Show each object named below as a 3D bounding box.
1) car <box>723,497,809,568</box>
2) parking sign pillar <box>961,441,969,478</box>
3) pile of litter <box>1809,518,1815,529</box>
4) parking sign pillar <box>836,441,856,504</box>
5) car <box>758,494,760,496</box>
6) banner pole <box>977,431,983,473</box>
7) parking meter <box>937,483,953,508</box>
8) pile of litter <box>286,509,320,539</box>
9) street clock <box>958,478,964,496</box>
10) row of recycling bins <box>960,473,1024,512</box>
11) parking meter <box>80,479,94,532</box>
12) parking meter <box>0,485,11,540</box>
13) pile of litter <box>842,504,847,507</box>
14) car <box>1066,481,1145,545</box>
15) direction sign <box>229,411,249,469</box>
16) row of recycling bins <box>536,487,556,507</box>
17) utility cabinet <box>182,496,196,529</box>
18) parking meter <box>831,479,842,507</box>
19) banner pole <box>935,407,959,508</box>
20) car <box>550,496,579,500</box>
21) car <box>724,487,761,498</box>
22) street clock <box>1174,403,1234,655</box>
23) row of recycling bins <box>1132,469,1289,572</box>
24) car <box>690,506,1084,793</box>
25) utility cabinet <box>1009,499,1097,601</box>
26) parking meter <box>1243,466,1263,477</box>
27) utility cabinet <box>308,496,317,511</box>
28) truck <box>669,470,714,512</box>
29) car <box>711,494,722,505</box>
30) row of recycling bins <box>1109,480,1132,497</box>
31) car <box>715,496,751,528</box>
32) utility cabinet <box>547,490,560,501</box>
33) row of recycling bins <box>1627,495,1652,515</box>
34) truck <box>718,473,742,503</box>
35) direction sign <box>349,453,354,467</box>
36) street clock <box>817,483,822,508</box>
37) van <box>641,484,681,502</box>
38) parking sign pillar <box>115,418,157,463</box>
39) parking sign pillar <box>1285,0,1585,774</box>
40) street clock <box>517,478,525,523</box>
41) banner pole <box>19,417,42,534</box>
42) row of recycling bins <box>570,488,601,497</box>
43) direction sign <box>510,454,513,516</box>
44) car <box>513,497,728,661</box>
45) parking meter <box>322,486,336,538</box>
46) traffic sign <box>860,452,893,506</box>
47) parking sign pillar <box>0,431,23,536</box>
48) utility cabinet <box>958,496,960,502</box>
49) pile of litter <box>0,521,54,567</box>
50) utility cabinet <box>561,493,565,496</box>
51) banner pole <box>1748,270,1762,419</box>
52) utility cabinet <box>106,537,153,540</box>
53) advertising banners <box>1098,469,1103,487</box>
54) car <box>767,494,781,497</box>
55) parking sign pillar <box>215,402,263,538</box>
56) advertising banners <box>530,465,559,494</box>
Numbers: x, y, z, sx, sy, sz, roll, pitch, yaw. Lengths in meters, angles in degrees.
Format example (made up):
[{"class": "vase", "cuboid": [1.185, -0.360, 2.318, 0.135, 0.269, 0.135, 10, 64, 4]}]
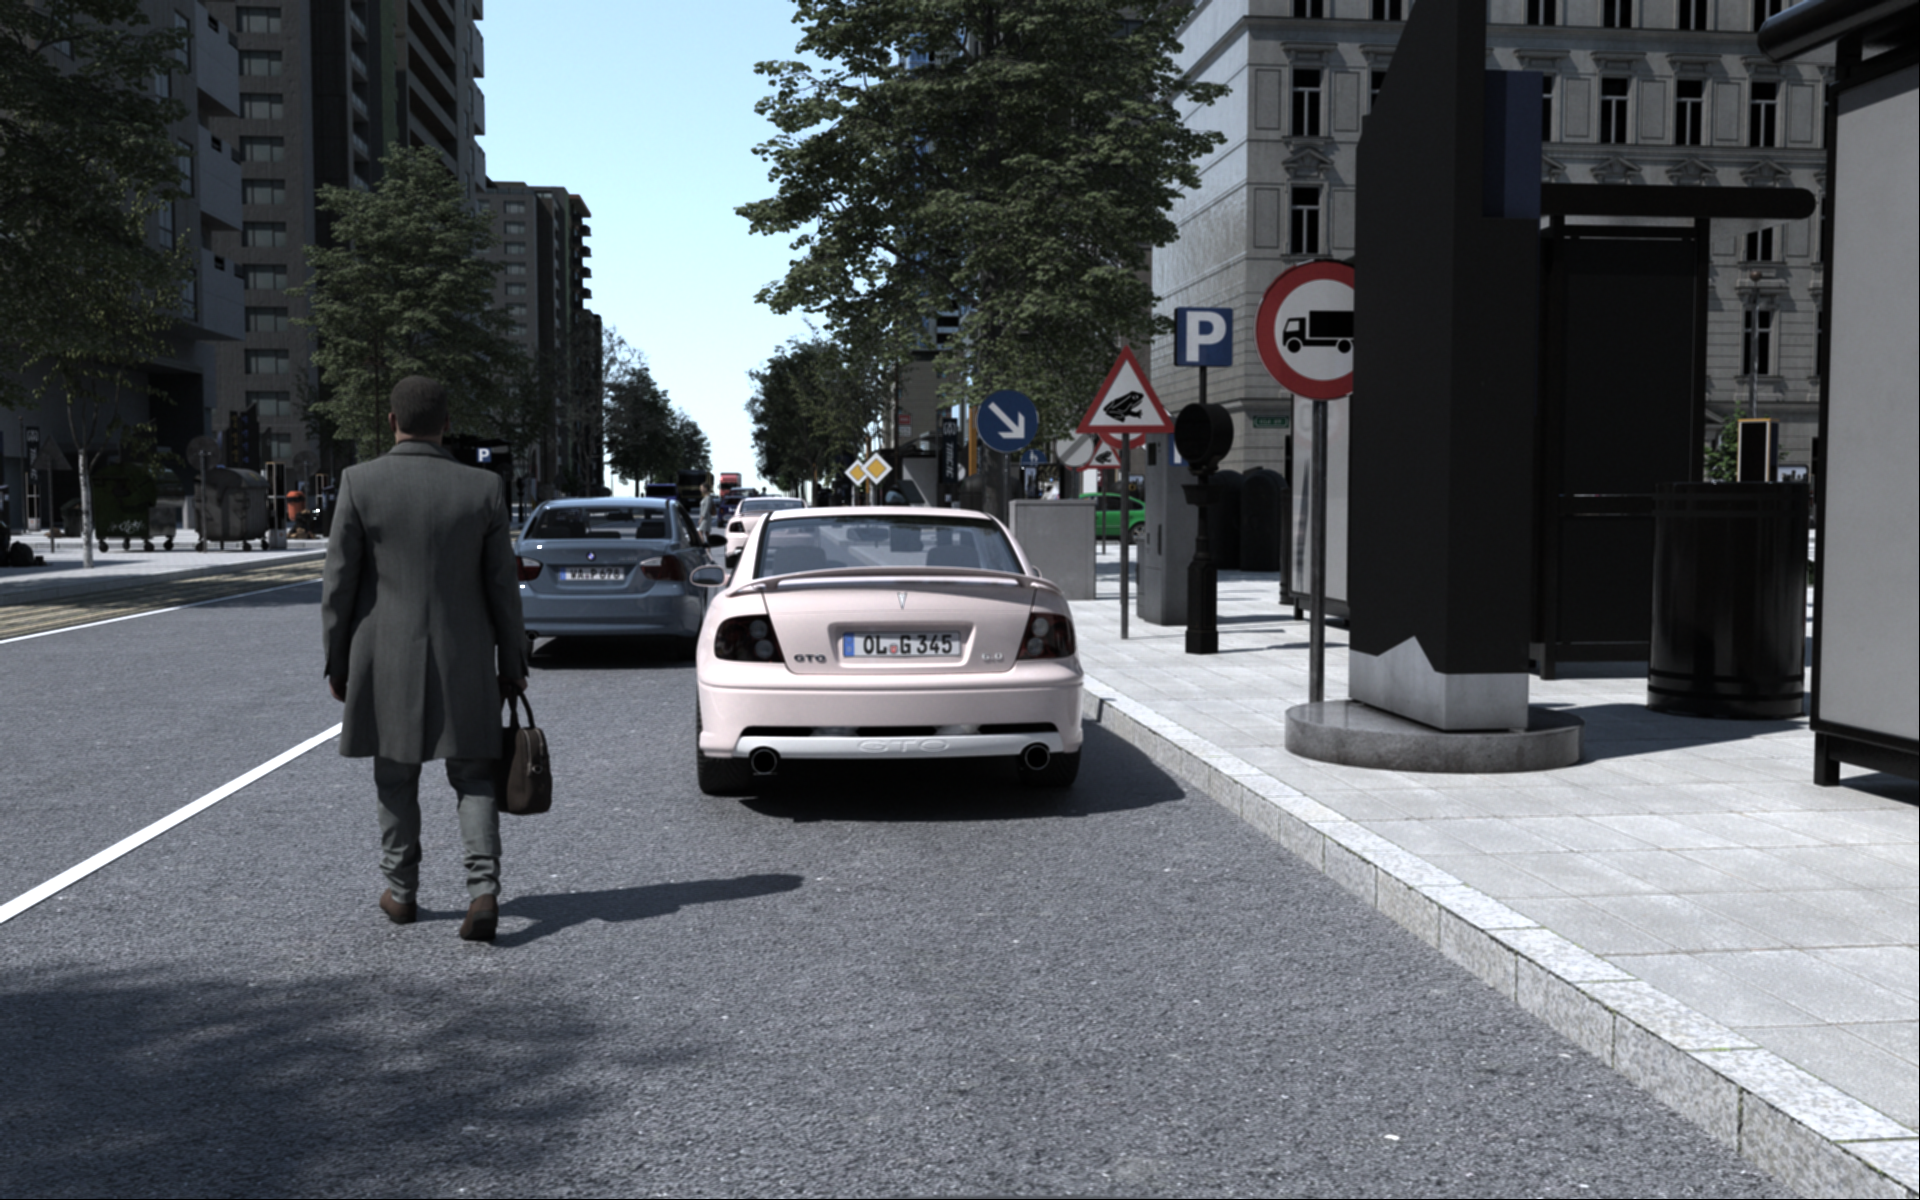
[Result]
[{"class": "car", "cuboid": [-3.760, -1.384, 34.991, 2.083, 1.381, 4.827, 0, 4, -5]}, {"class": "parking sign pillar", "cuboid": [0.478, -5.476, 78.003, 1.447, 3.967, 1.447, -2, 4, -25]}, {"class": "pile of litter", "cuboid": [31.003, -3.033, 63.558, 1.176, 0.858, 1.719, -1, 4, -12]}, {"class": "parking sign pillar", "cuboid": [-5.725, -6.032, 87.103, 1.447, 3.967, 1.447, -3, 4, -36]}, {"class": "car", "cuboid": [-22.959, -11.265, 193.972, 2.009, 1.686, 4.222, 0, 4, -5]}, {"class": "banner pole", "cuboid": [0.686, -3.942, 54.465, 0.863, 3.779, 0.401, -3, 5, -40]}, {"class": "parking meter", "cuboid": [-0.367, -2.018, 41.398, 0.372, 1.533, 0.369, 0, 3, 0]}, {"class": "pile of litter", "cuboid": [-18.909, -2.165, 49.370, 1.176, 0.858, 1.719, -3, 5, -42]}, {"class": "street clock", "cuboid": [0.056, -4.323, 75.254, 0.358, 2.002, 0.471, 2, 4, 30]}, {"class": "row of recycling bins", "cuboid": [0.713, -1.727, 35.341, 1.069, 1.692, 3.534, 1, 4, 11]}, {"class": "parking meter", "cuboid": [-29.288, -3.206, 58.130, 0.399, 1.863, 0.255, -2, 4, -30]}, {"class": "parking meter", "cuboid": [-26.527, -2.419, 47.962, 0.372, 1.533, 0.369, 0, 3, 0]}, {"class": "pile of litter", "cuboid": [-5.121, -3.833, 76.631, 1.719, 0.858, 1.176, 1, 4, 13]}, {"class": "car", "cuboid": [3.393, -2.314, 46.638, 4.718, 1.807, 1.959, 0, 4, -6]}, {"class": "direction sign", "cuboid": [-19.762, -3.398, 47.557, 0.379, 3.537, 0.876, 0, 4, 8]}, {"class": "row of recycling bins", "cuboid": [-22.920, -5.414, 95.634, 1.069, 1.692, 3.534, 0, 4, -6]}, {"class": "utility cabinet", "cuboid": [-28.216, -3.233, 64.020, 0.306, 1.237, 1.020, 2, 4, 26]}, {"class": "parking meter", "cuboid": [-4.697, -3.686, 65.984, 0.399, 1.863, 0.255, -3, 5, -43]}, {"class": "banner pole", "cuboid": [-0.439, -3.675, 50.108, 0.863, 3.779, 0.401, -1, 4, -21]}, {"class": "car", "cuboid": [-16.925, -3.751, 73.912, 1.945, 1.354, 3.894, 0, 4, -7]}, {"class": "car", "cuboid": [-12.577, -5.624, 100.622, 2.281, 1.827, 5.304, 0, 4, -6]}, {"class": "street clock", "cuboid": [1.947, -0.570, 13.891, 0.358, 2.002, 0.471, -2, 4, -33]}, {"class": "row of recycling bins", "cuboid": [4.446, -1.405, 30.091, 1.069, 1.692, 3.534, -2, 4, -27]}, {"class": "car", "cuboid": [-0.492, 0.159, 9.762, 2.083, 1.381, 4.827, 0, 4, -6]}, {"class": "utility cabinet", "cuboid": [1.115, -0.595, 20.898, 1.020, 1.237, 0.306, -1, 4, -15]}, {"class": "parking meter", "cuboid": [6.217, -1.906, 36.876, 0.399, 1.863, 0.255, 3, 5, 40]}, {"class": "utility cabinet", "cuboid": [-27.023, -3.746, 72.408, 0.306, 1.237, 1.020, -1, 4, -13]}, {"class": "truck", "cuboid": [-21.292, -8.750, 138.989, 3.469, 3.379, 9.791, 0, 4, -5]}, {"class": "car", "cuboid": [-27.713, -11.142, 194.173, 2.014, 1.417, 4.499, 0, 4, -8]}, {"class": "row of recycling bins", "cuboid": [6.179, -2.719, 51.570, 3.534, 1.692, 1.069, 0, 4, -6]}, {"class": "car", "cuboid": [-9.601, -3.806, 74.807, 1.945, 1.354, 3.894, 0, 4, -7]}, {"class": "utility cabinet", "cuboid": [-21.270, -4.999, 90.408, 0.318, 1.500, 1.173, 0, 4, 1]}, {"class": "row of recycling bins", "cuboid": [41.682, -5.997, 105.168, 1.069, 1.692, 3.534, -2, 4, -27]}, {"class": "truck", "cuboid": [-30.636, -14.826, 231.325, 2.839, 4.237, 11.283, 0, 4, -5]}, {"class": "direction sign", "cuboid": [-33.384, -6.306, 95.102, 0.379, 3.537, 0.876, 0, 4, -5]}, {"class": "street clock", "cuboid": [-9.565, -6.866, 116.825, 0.471, 2.002, 0.358, 1, 4, 11]}, {"class": "van", "cuboid": [-17.137, -5.820, 99.538, 2.240, 2.365, 5.245, -1, 4, -8]}, {"class": "parking sign pillar", "cuboid": [-29.150, -4.456, 61.333, 1.447, 3.967, 1.447, 3, 5, 40]}, {"class": "parking sign pillar", "cuboid": [2.355, -1.227, 8.535, 1.447, 3.967, 1.447, 0, 4, -7]}, {"class": "street clock", "cuboid": [-19.607, -4.449, 77.310, 0.358, 2.002, 0.471, 0, 4, 1]}, {"class": "banner pole", "cuboid": [-30.221, -4.051, 56.249, 0.401, 3.779, 0.863, 2, 4, 27]}, {"class": "row of recycling bins", "cuboid": [-25.414, -6.775, 117.892, 1.069, 1.692, 3.534, 1, 4, 19]}, {"class": "direction sign", "cuboid": [-26.174, -6.647, 100.678, 0.379, 3.537, 0.876, -1, 4, -18]}, {"class": "car", "cuboid": [-3.202, -0.256, 16.189, 2.014, 1.417, 4.499, 0, 4, -6]}, {"class": "parking meter", "cuboid": [-18.649, -2.616, 51.188, 0.372, 1.533, 0.369, 0, 3, 0]}, {"class": "traffic sign", "cuboid": [-1.989, -2.296, 41.179, 0.795, 2.450, 0.064, 0, 4, -6]}, {"class": "parking sign pillar", "cuboid": [-29.869, -3.980, 53.551, 1.447, 3.967, 1.447, -2, 4, -32]}, {"class": "utility cabinet", "cuboid": [0.356, -3.267, 64.585, 0.306, 1.237, 1.020, 3, 4, 36]}, {"class": "pile of litter", "cuboid": [-17.056, -1.019, 30.634, 1.719, 0.858, 1.176, -1, 4, -10]}, {"class": "utility cabinet", "cuboid": [-26.190, -6.431, 113.818, 0.318, 1.500, 1.173, -2, 4, -23]}, {"class": "banner pole", "cuboid": [8.814, -1.788, 19.252, 0.401, 3.779, 0.863, 1, 4, 21]}, {"class": "utility cabinet", "cuboid": [-23.198, -2.425, 48.332, 1.173, 1.500, 0.318, -3, 4, -38]}, {"class": "advertising banners", "cuboid": [5.713, -4.080, 62.895, 2.074, 3.025, 0.090, 1, 4, 16]}, {"class": "car", "cuboid": [-12.918, -6.541, 118.955, 2.014, 1.417, 4.499, 0, 4, -7]}, {"class": "parking sign pillar", "cuboid": [-20.995, -3.781, 50.284, 1.447, 3.967, 1.447, 1, 4, 18]}, {"class": "advertising banners", "cuboid": [-25.016, -6.608, 104.222, 2.074, 3.025, 0.090, 1, 4, 23]}]
